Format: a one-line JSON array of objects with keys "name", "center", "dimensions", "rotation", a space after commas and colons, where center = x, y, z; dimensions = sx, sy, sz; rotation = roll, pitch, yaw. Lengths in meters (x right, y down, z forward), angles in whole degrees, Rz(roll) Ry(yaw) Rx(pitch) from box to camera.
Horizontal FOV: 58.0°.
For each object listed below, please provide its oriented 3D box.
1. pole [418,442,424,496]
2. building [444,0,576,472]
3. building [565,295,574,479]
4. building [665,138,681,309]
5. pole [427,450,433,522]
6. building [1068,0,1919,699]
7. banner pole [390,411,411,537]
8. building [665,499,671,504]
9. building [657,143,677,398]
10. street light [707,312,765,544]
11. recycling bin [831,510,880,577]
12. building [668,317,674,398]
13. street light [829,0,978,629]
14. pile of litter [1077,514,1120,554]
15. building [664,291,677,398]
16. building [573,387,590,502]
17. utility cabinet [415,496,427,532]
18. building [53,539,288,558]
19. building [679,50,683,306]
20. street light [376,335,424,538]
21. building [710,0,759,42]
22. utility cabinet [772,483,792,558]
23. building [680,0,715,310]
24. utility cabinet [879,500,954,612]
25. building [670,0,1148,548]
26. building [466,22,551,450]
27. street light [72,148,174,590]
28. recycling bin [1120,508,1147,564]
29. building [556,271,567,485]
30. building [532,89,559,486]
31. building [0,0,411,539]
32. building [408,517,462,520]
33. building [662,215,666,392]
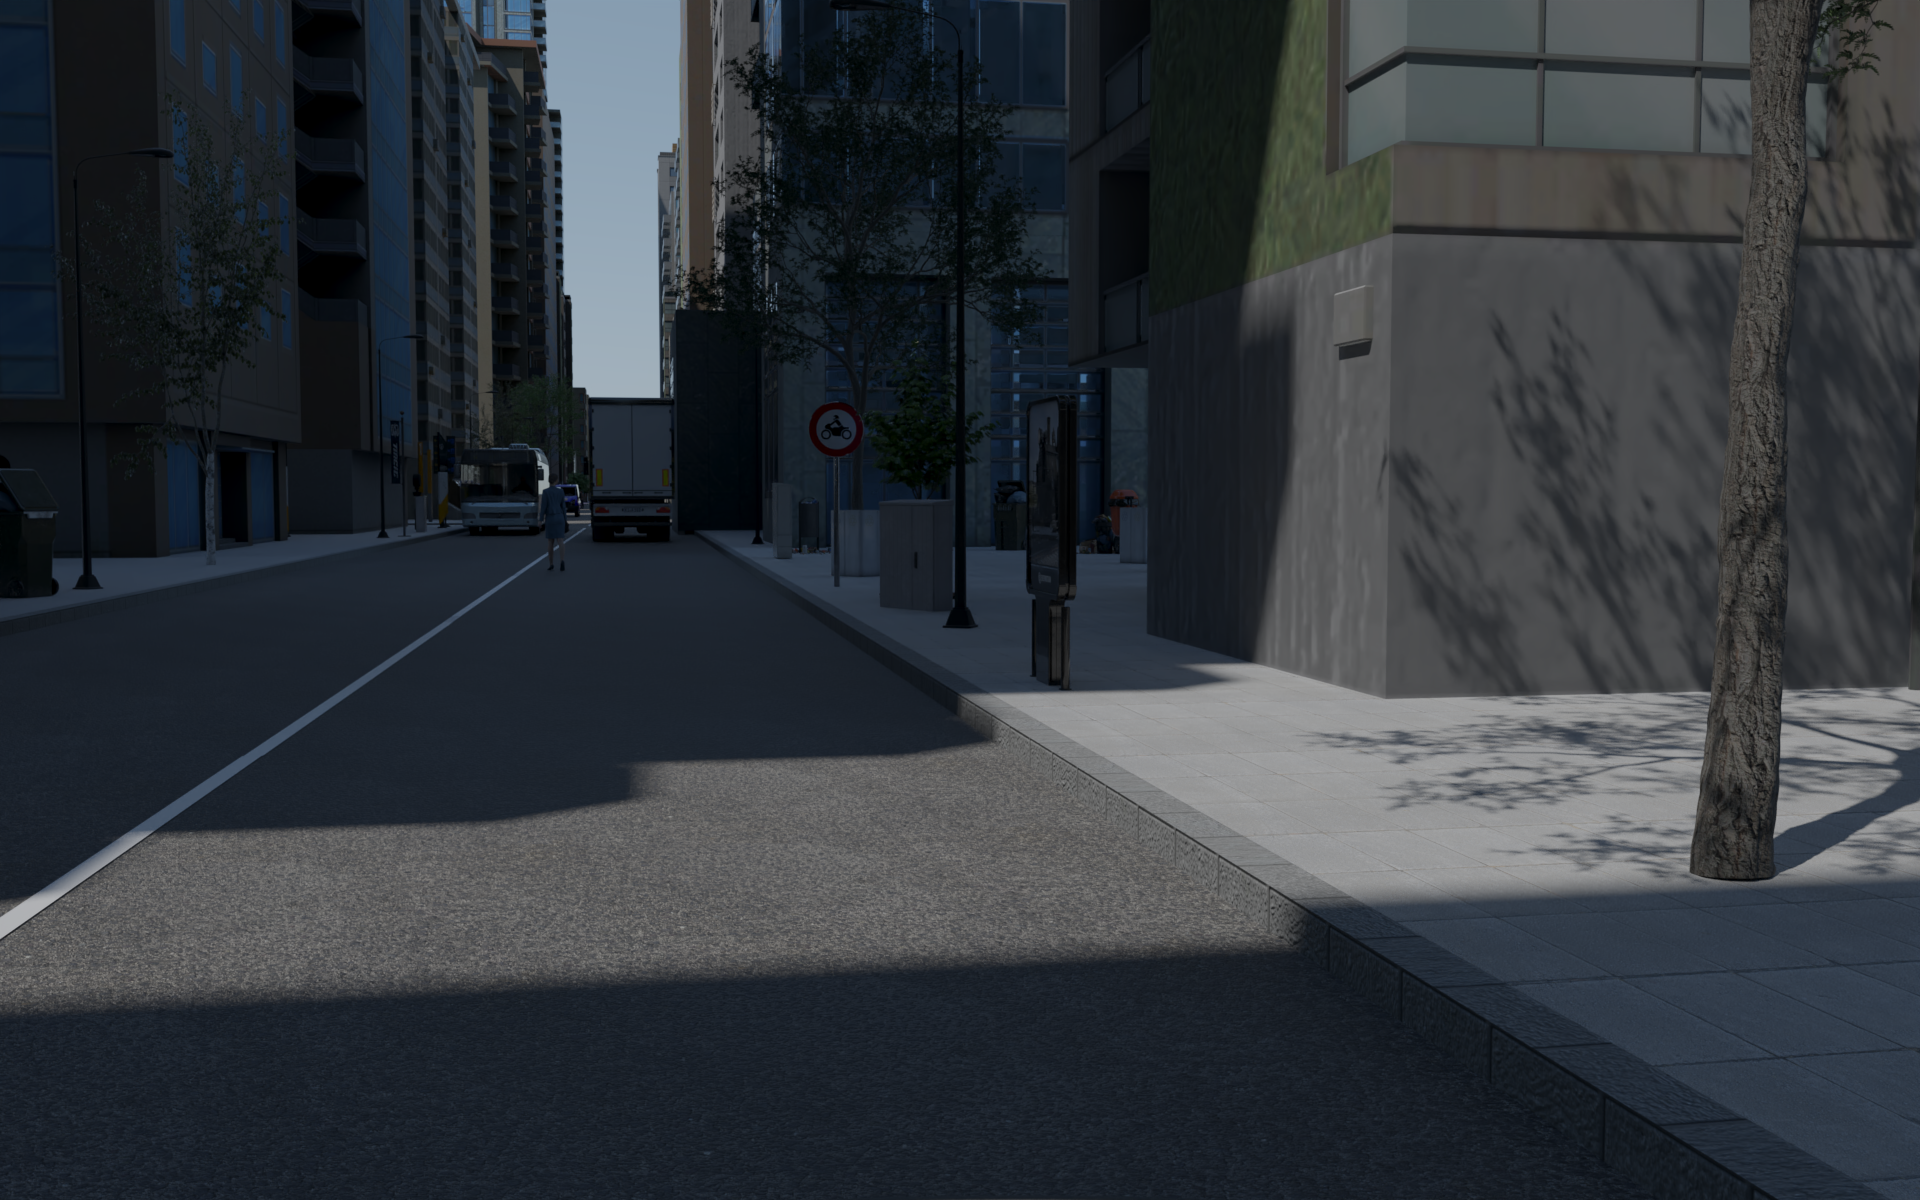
[{"name": "pole", "center": [-21.154, -4.533, 67.955], "dimensions": [0.158, 3.312, 0.155], "rotation": [0, 3, 0]}, {"name": "building", "center": [-69.547, -57.982, 260.681], "dimensions": [22.319, 86.520, 31.000], "rotation": [-1, 4, -11]}, {"name": "building", "center": [-61.084, -28.663, 240.337], "dimensions": [14.160, 30.474, 14.107], "rotation": [-1, 4, -11]}, {"name": "building", "center": [-23.627, -36.348, 213.899], "dimensions": [23.786, 49.044, 30.456], "rotation": [-1, 4, -11]}, {"name": "pole", "center": [-24.267, -5.226, 79.290], "dimensions": [0.158, 3.312, 0.155], "rotation": [0, 3, 0]}, {"name": "building", "center": [8.297, -20.427, 17.579], "dimensions": [14.154, 41.232, 14.086], "rotation": [-1, 4, -11]}, {"name": "banner pole", "center": [-16.826, -3.787, 51.936], "dimensions": [0.401, 3.779, 0.863], "rotation": [1, 4, 15]}, {"name": "building", "center": [-7.984, -27.466, 140.946], "dimensions": [32.217, 40.220, 23.993], "rotation": [-1, 4, -11]}, {"name": "building", "center": [-41.124, -46.239, 298.005], "dimensions": [21.231, 58.520, 28.212], "rotation": [-1, 4, -11]}, {"name": "street light", "center": [-5.707, -4.372, 44.023], "dimensions": [1.470, 5.913, 1.316], "rotation": [-1, 4, -11]}, {"name": "recycling bin", "center": [-1.540, -0.896, 27.201], "dimensions": [0.722, 1.027, 0.722], "rotation": [3, 5, 44]}, {"name": "building", "center": [-16.915, -20.828, 185.584], "dimensions": [27.650, 21.520, 28.899], "rotation": [-1, 4, -11]}, {"name": "street light", "center": [-0.529, -2.683, 16.406], "dimensions": [1.470, 5.913, 1.316], "rotation": [-1, 4, -11]}, {"name": "pile of litter", "center": [3.067, -1.429, 37.330], "dimensions": [1.719, 0.858, 1.176], "rotation": [1, 4, 17]}, {"name": "building", "center": [-35.144, -29.105, 247.564], "dimensions": [14.160, 30.474, 14.107], "rotation": [-1, 4, -11]}, {"name": "building", "center": [-76.774, -27.328, 291.848], "dimensions": [27.650, 21.520, 28.899], "rotation": [-1, 4, -11]}, {"name": "utility cabinet", "center": [-18.165, -2.887, 58.364], "dimensions": [0.306, 1.237, 1.020], "rotation": [-1, 4, -13]}, {"name": "building", "center": [-23.845, -23.777, 38.864], "dimensions": [14.600, 45.320, 14.200], "rotation": [-1, 4, -11]}, {"name": "building", "center": [-19.106, -29.290, 162.486], "dimensions": [14.154, 41.232, 14.086], "rotation": [-1, 4, -11]}, {"name": "street light", "center": [-16.306, -4.766, 50.470], "dimensions": [1.470, 5.913, 1.316], "rotation": [-1, 4, -11]}, {"name": "building", "center": [-5.297, -24.746, 88.190], "dimensions": [14.086, 41.232, 14.154], "rotation": [-1, 4, -11]}, {"name": "utility cabinet", "center": [-3.552, -1.590, 34.681], "dimensions": [0.318, 1.500, 1.173], "rotation": [-1, 4, -10]}, {"name": "building", "center": [-10.363, -28.074, 109.117], "dimensions": [14.600, 45.320, 14.200], "rotation": [-1, 4, -11]}, {"name": "utility cabinet", "center": [-0.500, -0.499, 19.327], "dimensions": [0.306, 1.237, 1.020], "rotation": [-3, 4, -38]}, {"name": "building", "center": [1.985, -45.421, 55.303], "dimensions": [22.319, 86.520, 31.000], "rotation": [-1, 4, -11]}, {"name": "building", "center": [-50.466, -31.124, 163.498], "dimensions": [22.147, 44.769, 28.867], "rotation": [-1, 4, -11]}, {"name": "street light", "center": [-11.252, -3.105, 23.315], "dimensions": [1.470, 5.913, 1.316], "rotation": [-1, 4, -11]}, {"name": "recycling bin", "center": [3.458, -1.202, 32.211], "dimensions": [0.722, 1.027, 0.722], "rotation": [-2, 4, -34]}, {"name": "building", "center": [-56.646, -27.065, 214.209], "dimensions": [14.160, 30.474, 14.107], "rotation": [-1, 4, -11]}, {"name": "building", "center": [-51.105, -32.729, 185.229], "dimensions": [14.600, 45.320, 14.200], "rotation": [-1, 4, -11]}, {"name": "building", "center": [-27.284, -25.051, 59.691], "dimensions": [14.200, 45.320, 14.600], "rotation": [-1, 4, -11]}, {"name": "building", "center": [-39.855, -24.308, 89.313], "dimensions": [32.217, 40.220, 23.993], "rotation": [-1, 4, -11]}, {"name": "building", "center": [-34.869, -39.759, 269.675], "dimensions": [23.786, 49.044, 30.456], "rotation": [-1, 4, -11]}]
